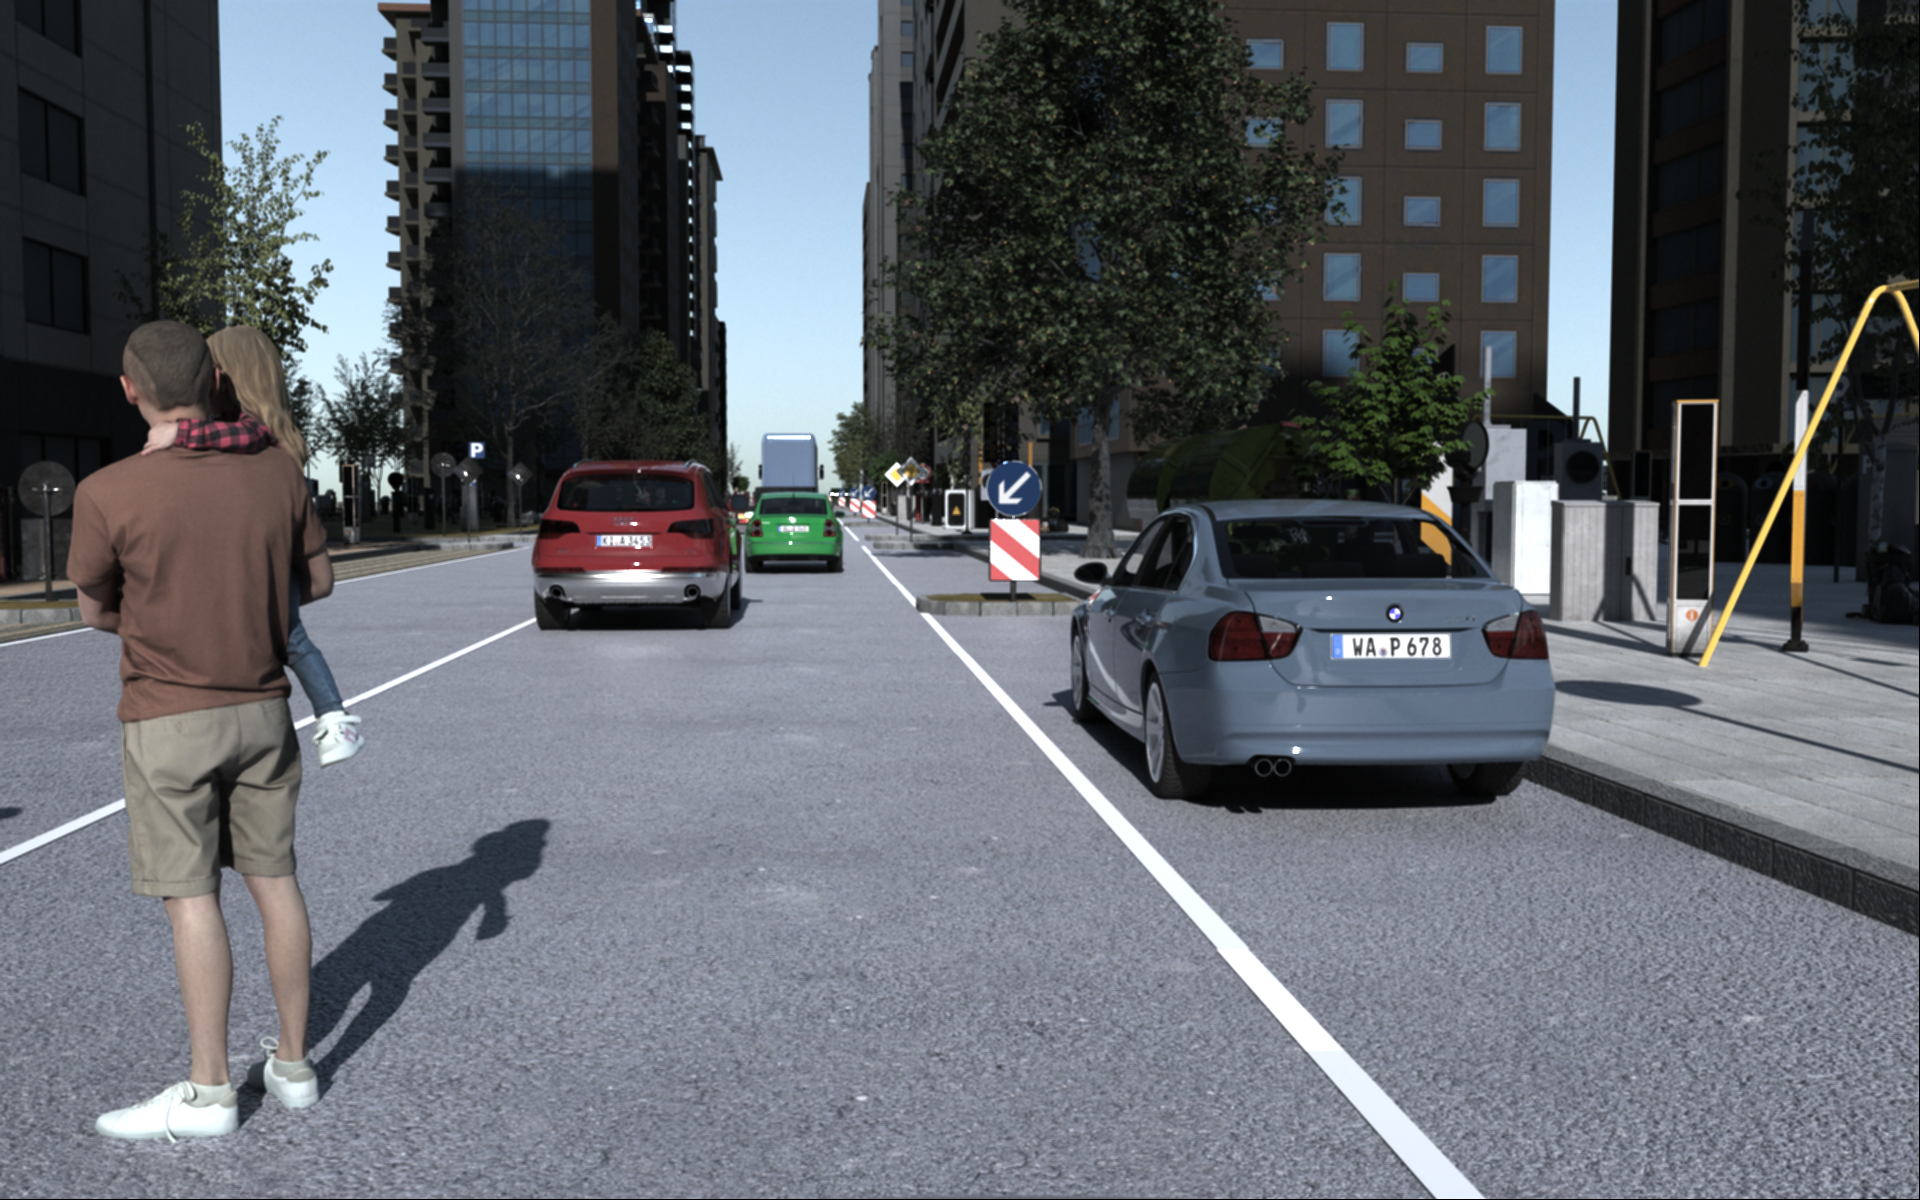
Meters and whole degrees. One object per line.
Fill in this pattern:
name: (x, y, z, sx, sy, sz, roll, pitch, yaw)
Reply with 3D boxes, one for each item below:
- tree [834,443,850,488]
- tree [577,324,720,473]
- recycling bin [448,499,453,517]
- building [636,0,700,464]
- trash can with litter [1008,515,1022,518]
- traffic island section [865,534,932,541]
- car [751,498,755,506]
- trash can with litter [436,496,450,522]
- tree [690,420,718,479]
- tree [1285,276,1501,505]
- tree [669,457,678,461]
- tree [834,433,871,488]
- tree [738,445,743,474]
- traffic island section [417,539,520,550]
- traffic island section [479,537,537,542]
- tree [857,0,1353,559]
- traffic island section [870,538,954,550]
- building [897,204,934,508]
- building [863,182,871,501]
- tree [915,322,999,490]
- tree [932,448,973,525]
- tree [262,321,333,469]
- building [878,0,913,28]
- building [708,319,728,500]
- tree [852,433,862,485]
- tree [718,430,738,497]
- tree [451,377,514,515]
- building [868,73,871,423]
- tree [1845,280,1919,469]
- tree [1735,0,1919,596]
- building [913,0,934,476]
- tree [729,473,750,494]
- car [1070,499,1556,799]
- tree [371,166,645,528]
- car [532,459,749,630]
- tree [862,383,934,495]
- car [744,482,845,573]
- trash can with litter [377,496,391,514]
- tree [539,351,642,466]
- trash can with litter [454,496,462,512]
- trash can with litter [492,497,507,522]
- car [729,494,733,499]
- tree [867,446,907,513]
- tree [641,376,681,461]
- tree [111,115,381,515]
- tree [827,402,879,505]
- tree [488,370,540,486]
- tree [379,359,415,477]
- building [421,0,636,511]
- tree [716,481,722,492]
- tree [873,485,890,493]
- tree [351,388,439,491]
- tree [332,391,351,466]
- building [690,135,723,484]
tree: (-14.571, -17.116, 230.206, 4.360, 8.622, 3.978, 0, 3, 0)
tree: (-21.026, -12.220, 116.813, 9.611, 12.733, 9.660, 0, 3, 0)
recycling bin: (-29.122, -5.229, 98.042, 0.722, 1.027, 0.722, -2, 4, -26)
building: (-44.706, -55.885, 226.383, 22.319, 86.520, 31.000, 0, 4, -5)
trash can with litter: (2.159, -2.972, 59.972, 1.055, 1.170, 0.624, 0, 4, 5)
traffic island section: (-1.944, -1.946, 54.104, 2.009, 0.180, 2.903, 0, 4, -5)
car: (-17.237, -8.757, 152.210, 2.155, 1.783, 4.494, 0, 4, -6)
trash can with litter: (-23.946, -4.214, 80.283, 0.624, 1.170, 1.055, -1, 4, -15)
tree: (-24.962, -12.753, 158.878, 4.360, 8.622, 3.978, 0, 3, 0)
tree: (3.889, -1.280, 15.536, 1.663, 3.219, 1.824, 0, 3, 0)
tree: (-23.845, -9.823, 144.315, 4.285, 4.588, 4.351, 0, 3, 0)
tree: (-12.255, -15.289, 200.338, 4.737, 8.622, 4.395, 0, 3, 0)
tree: (-32.256, -17.800, 241.388, 4.360, 8.622, 3.978, 0, 3, 0)
traffic island section: (-12.829, -1.401, 45.188, 2.009, 0.180, 2.903, 0, 4, -5)
traffic island section: (-13.495, -1.888, 53.146, 2.009, 0.180, 2.903, 0, 4, -5)
tree: (2.837, -7.179, 34.389, 9.611, 12.733, 9.660, 0, 3, 0)
traffic island section: (-1.278, -1.460, 46.147, 2.009, 0.180, 2.903, 0, 4, -5)
building: (0.827, -24.215, 167.622, 14.160, 30.474, 14.107, 0, 4, -5)
building: (-3.332, -38.658, 255.755, 21.300, 48.544, 21.600, 0, 4, -5)
tree: (-0.078, -7.095, 66.358, 4.737, 8.622, 4.395, 0, 3, 0)
tree: (-0.248, -4.769, 72.567, 1.663, 3.219, 1.824, 0, 3, 0)
tree: (-30.312, -7.600, 74.625, 4.360, 8.622, 3.978, 0, 3, 0)
building: (1.673, -39.513, 188.030, 21.231, 58.520, 28.212, 0, 4, -5)
building: (-44.942, -31.011, 278.729, 14.160, 30.474, 14.107, 0, 4, -5)
tree: (-5.987, -11.432, 137.278, 4.360, 8.622, 3.978, 0, 3, 0)
tree: (-26.516, -14.246, 183.277, 4.360, 8.622, 3.978, 0, 3, 0)
tree: (-29.479, -9.569, 106.813, 4.737, 8.622, 4.395, 0, 3, 0)
building: (-1.478, -42.120, 230.658, 21.231, 58.520, 28.212, 0, 4, -5)
tree: (25.015, -5.711, 43.743, 4.360, 8.622, 3.978, 0, 3, 0)
tree: (11.744, -4.367, 21.760, 4.737, 8.622, 4.395, 0, 3, 0)
building: (10.127, -34.107, 146.883, 28.713, 52.752, 27.495, 0, 4, -5)
tree: (-33.967, -17.336, 267.160, 4.285, 4.588, 4.351, 0, 3, 0)
car: (1.690, 0.155, 9.474, 2.014, 1.417, 4.499, 0, 4, -4)
tree: (-17.359, -9.522, 66.050, 12.009, 13.543, 11.850, 0, 3, 0)
car: (-3.588, -0.685, 19.873, 2.281, 1.827, 5.304, 0, 4, -5)
tree: (-3.097, -9.714, 109.182, 4.360, 8.622, 3.978, 0, 3, 0)
car: (-3.144, -1.472, 32.862, 1.959, 1.807, 4.718, 0, 4, -5)
trash can with litter: (-36.400, -5.993, 109.371, 0.624, 1.170, 1.055, 1, 4, 10)
tree: (-18.557, -8.375, 87.299, 4.360, 8.622, 3.978, 0, 3, 0)
trash can with litter: (-35.917, -6.863, 123.604, 1.055, 1.170, 0.624, -1, 4, -9)
trash can with litter: (-20.749, -4.108, 78.557, 1.055, 1.170, 0.624, 3, 4, 37)
car: (-24.926, -11.138, 191.699, 1.945, 1.707, 3.694, 0, 4, -6)
tree: (-4.635, -8.165, 117.219, 4.285, 4.588, 4.351, 0, 3, 0)
tree: (-19.878, -9.576, 106.924, 4.360, 8.622, 3.978, 0, 3, 0)
tree: (-14.161, -5.107, 33.868, 4.737, 8.622, 4.395, 0, 3, 0)
tree: (-12.413, -17.986, 212.194, 7.486, 12.596, 7.792, 0, 3, 0)
tree: (-23.237, -8.911, 96.054, 4.360, 8.622, 3.978, 0, 3, 0)
tree: (-30.882, -8.478, 88.984, 4.737, 8.622, 4.395, 0, 3, 0)
building: (-32.458, -29.560, 133.409, 14.600, 45.320, 14.200, 0, 4, -5)
tree: (-28.811, -12.700, 202.247, 1.663, 3.219, 1.824, 0, 3, 0)
tree: (-6.513, -9.166, 144.468, 1.663, 3.219, 1.824, 0, 3, 0)
tree: (-36.754, -10.000, 113.858, 4.360, 8.622, 3.978, 0, 3, 0)
tree: (-41.091, -9.633, 107.860, 4.360, 8.622, 3.978, 0, 3, 0)
building: (-50.039, -40.823, 256.690, 28.713, 52.752, 27.495, 0, 4, -5)
